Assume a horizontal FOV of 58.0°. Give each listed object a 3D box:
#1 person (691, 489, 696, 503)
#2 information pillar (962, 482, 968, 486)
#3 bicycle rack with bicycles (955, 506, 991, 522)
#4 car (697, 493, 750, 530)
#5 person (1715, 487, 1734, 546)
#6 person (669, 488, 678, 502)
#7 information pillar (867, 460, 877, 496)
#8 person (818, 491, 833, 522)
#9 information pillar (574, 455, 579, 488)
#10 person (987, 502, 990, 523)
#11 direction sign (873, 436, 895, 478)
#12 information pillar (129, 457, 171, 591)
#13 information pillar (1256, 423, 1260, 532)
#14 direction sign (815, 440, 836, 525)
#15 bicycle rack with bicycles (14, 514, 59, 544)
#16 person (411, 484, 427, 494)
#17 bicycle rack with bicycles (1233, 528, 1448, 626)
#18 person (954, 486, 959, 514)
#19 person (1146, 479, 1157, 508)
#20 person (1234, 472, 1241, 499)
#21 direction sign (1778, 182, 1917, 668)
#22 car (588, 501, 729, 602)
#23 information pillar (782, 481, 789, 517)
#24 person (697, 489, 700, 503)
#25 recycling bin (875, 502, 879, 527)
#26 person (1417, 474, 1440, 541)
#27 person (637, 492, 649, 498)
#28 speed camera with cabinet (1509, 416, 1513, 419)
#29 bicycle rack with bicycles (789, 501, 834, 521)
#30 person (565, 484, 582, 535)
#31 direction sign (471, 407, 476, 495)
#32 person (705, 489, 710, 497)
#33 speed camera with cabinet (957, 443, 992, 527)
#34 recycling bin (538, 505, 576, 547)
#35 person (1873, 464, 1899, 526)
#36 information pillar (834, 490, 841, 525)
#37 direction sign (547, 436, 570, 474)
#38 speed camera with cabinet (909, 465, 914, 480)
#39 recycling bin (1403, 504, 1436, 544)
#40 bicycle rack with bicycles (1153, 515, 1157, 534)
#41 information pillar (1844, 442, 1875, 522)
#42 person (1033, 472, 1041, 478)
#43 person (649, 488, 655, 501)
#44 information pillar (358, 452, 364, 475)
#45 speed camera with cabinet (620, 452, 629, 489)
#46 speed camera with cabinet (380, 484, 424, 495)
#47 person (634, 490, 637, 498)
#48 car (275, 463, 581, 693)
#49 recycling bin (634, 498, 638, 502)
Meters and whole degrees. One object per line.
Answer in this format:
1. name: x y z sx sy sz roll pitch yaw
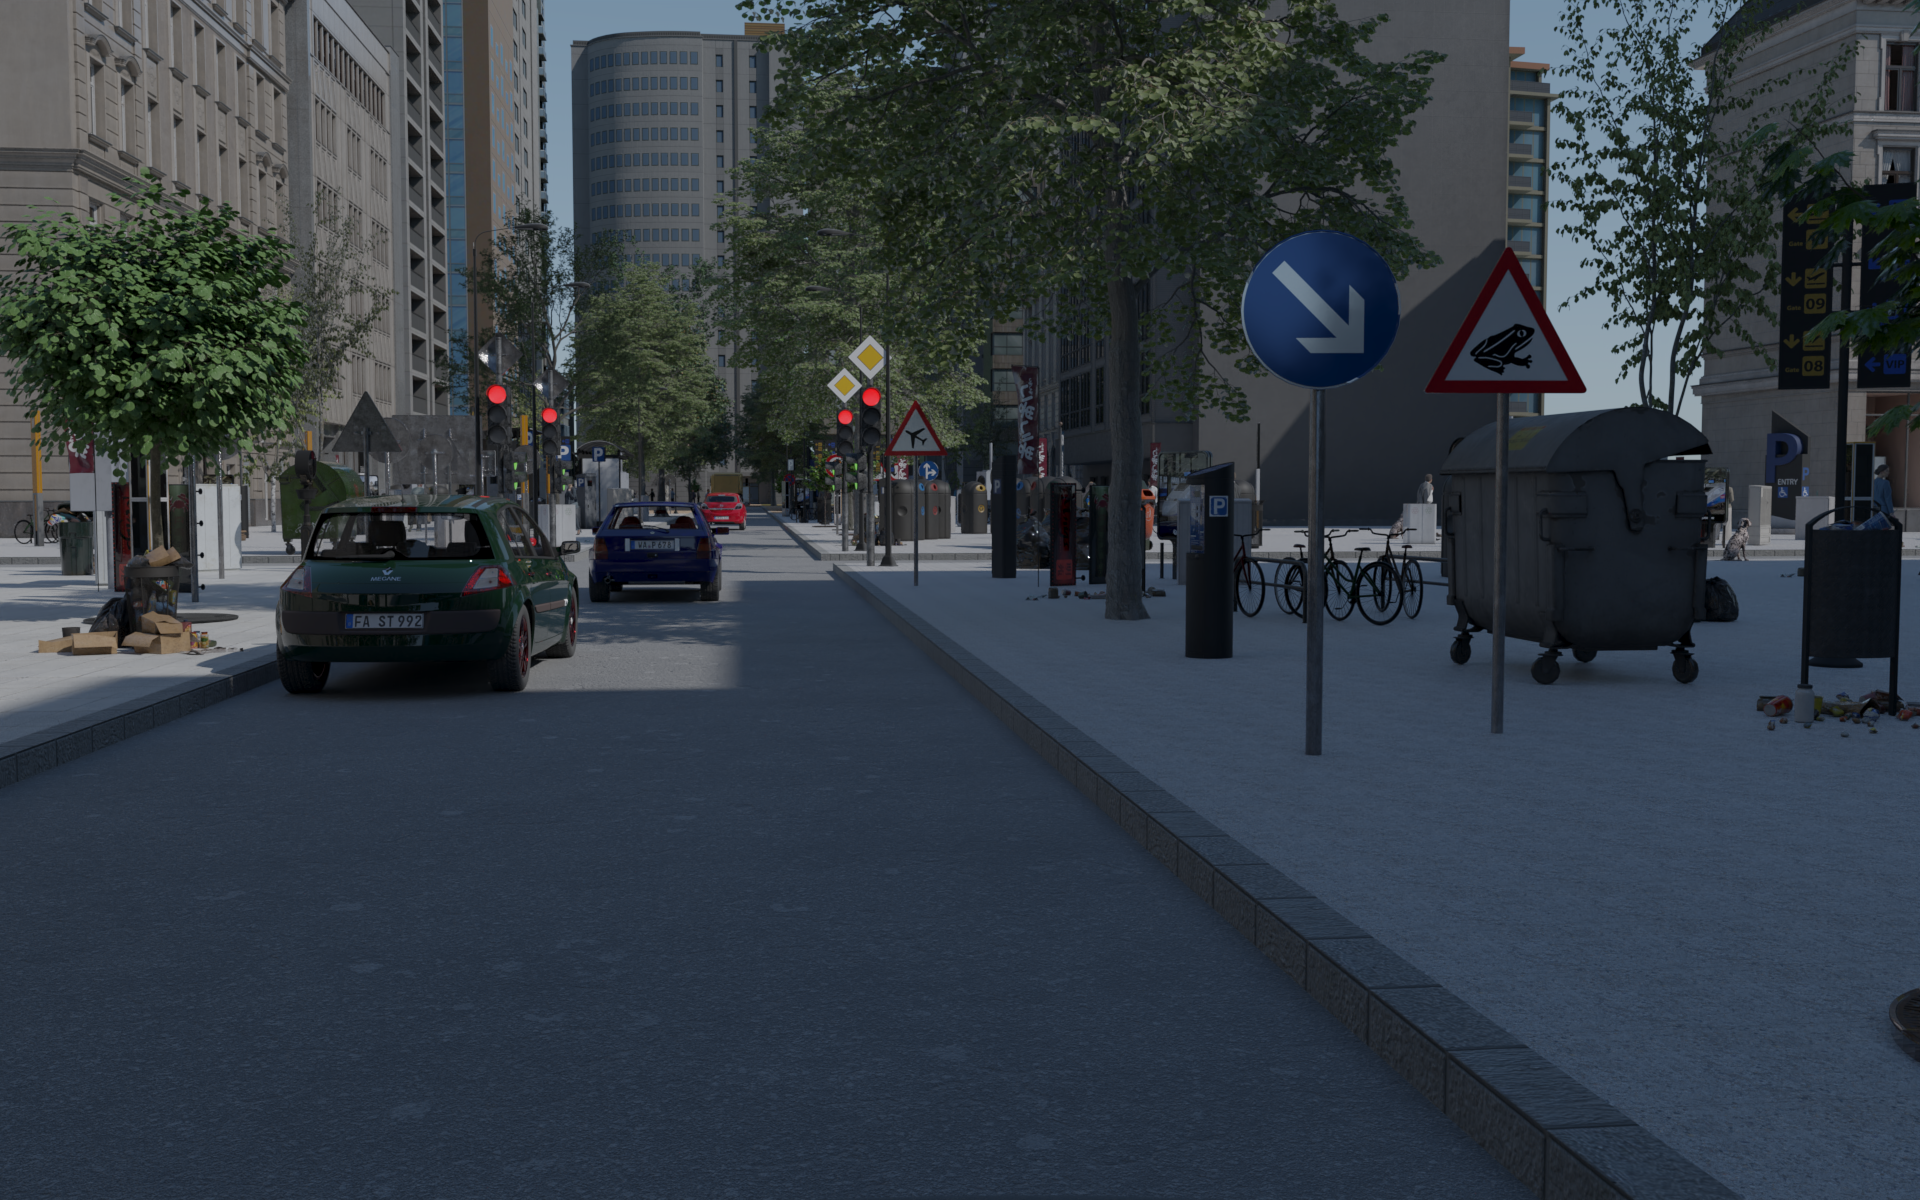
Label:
1. person: -26.790 -10.216 173.607 0.617 1.759 0.750 0 4 4
2. information pillar: 0.321 -6.356 108.404 0.304 2.012 0.304 -2 4 -35
3. bicycle rack with bicycles: 0.903 -4.016 79.036 2.925 0.926 2.852 2 4 29
4. car: -9.525 -3.706 69.641 2.155 1.783 4.494 0 4 -6
5. person: 18.984 -2.232 43.079 0.519 1.759 0.362 2 4 34
6. person: -26.047 -9.236 157.033 1.348 1.826 0.705 3 5 42
7. information pillar: -4.118 -5.465 80.705 0.504 3.616 0.183 -1 4 -22
8. person: -6.173 -4.479 79.238 0.622 1.834 0.822 -2 4 -24
9. information pillar: -22.956 -6.879 103.819 0.183 3.616 0.504 1 4 18
10. person: 1.052 -4.247 75.386 0.836 1.842 0.656 -3 5 -42
11. direction sign: -2.978 -4.601 67.221 0.876 3.537 0.379 0 4 3
12. information pillar: -9.373 -0.951 20.038 0.304 2.012 0.304 1 4 21
13. information pillar: 9.857 -4.034 57.312 0.183 3.616 0.504 0 4 5
14. direction sign: -5.640 -4.923 72.481 0.876 3.537 0.379 0 4 -4
15. bicycle rack with bicycles: -23.083 -1.938 45.072 2.852 0.926 2.925 3 4 37
16. person: -18.272 -3.189 58.676 0.782 1.767 0.515 0 4 2
17. bicycle rack with bicycles: 3.980 -0.285 18.044 2.852 0.926 2.925 -1 4 -13
18. person: -0.278 -6.173 107.312 0.444 1.785 0.601 1 4 13
19. person: 6.712 -3.387 61.516 0.679 1.850 0.850 1 4 17
20. person: 6.798 -2.304 43.492 0.755 1.850 0.659 2 4 34
21. direction sign: 6.530 -1.274 12.822 0.876 3.537 0.379 1 4 21
22. car: -4.235 -0.723 24.402 1.945 1.354 3.894 0 4 -7
23. information pillar: -9.897 -5.738 98.306 0.304 2.012 0.304 -3 5 -45
24. person: -25.722 -10.057 170.484 0.705 1.823 1.348 -1 4 -16
25. recycling bin: -2.881 -2.751 57.533 0.722 1.027 0.722 3 4 36
26. person: 12.821 -2.537 47.619 0.850 1.850 0.679 0 4 1
27. person: -29.156 -9.394 159.640 1.348 1.822 0.705 -3 5 -45
28. speed camera with cabinet: 14.647 -3.025 43.799 2.038 3.252 0.660 2 4 35
29. bicycle rack with bicycles: -6.518 -4.353 84.547 2.925 0.926 2.852 3 4 37
30. person: -12.128 -2.910 54.041 0.576 1.772 0.534 2 4 25
31. direction sign: -12.710 -3.264 45.364 0.379 3.537 0.876 -1 4 -8
32. person: -19.693 -7.781 135.705 0.705 1.826 1.348 1 4 20
33. speed camera with cabinet: 0.656 -4.484 67.646 0.660 3.252 2.038 -2 4 -34
34. recycling bin: -9.672 -1.767 41.453 0.722 1.027 0.722 -3 4 -38
35. person: 16.758 -1.564 31.634 0.654 1.822 0.581 0 4 -2
36. information pillar: -5.041 -4.090 71.362 0.304 2.012 0.304 0 4 -5
37. direction sign: -15.698 -4.638 67.827 0.876 3.537 0.379 0 4 -3
38. speed camera with cabinet: -2.609 -7.310 113.852 0.660 3.252 2.038 -1 4 -16
39. recycling bin: 11.835 -1.961 44.608 0.722 1.027 0.722 0 4 4
40. bicycle rack with bicycles: 7.243 -2.529 54.728 2.925 0.926 2.852 -3 4 -36
41. information pillar: 12.653 -1.219 24.422 0.304 2.012 0.304 0 4 1
42. person: 2.001 -2.308 43.585 0.447 1.846 0.655 2 4 27
43. person: -31.977 -10.646 179.743 0.705 1.869 1.348 1 4 21
44. information pillar: -23.578 -4.712 68.402 0.183 3.616 0.504 1 4 14
45. speed camera with cabinet: -14.816 -4.773 72.372 2.038 3.252 0.660 2 4 28
46. speed camera with cabinet: -20.947 -4.319 64.949 2.038 3.252 0.660 3 4 37
47. person: -33.011 -10.305 175.329 0.445 1.727 0.742 1 4 15
48. car: -4.131 -0.252 13.903 2.009 1.686 4.222 0 4 -5
49. recycling bin: -19.995 -5.879 108.680 0.722 1.027 0.722 3 4 37
